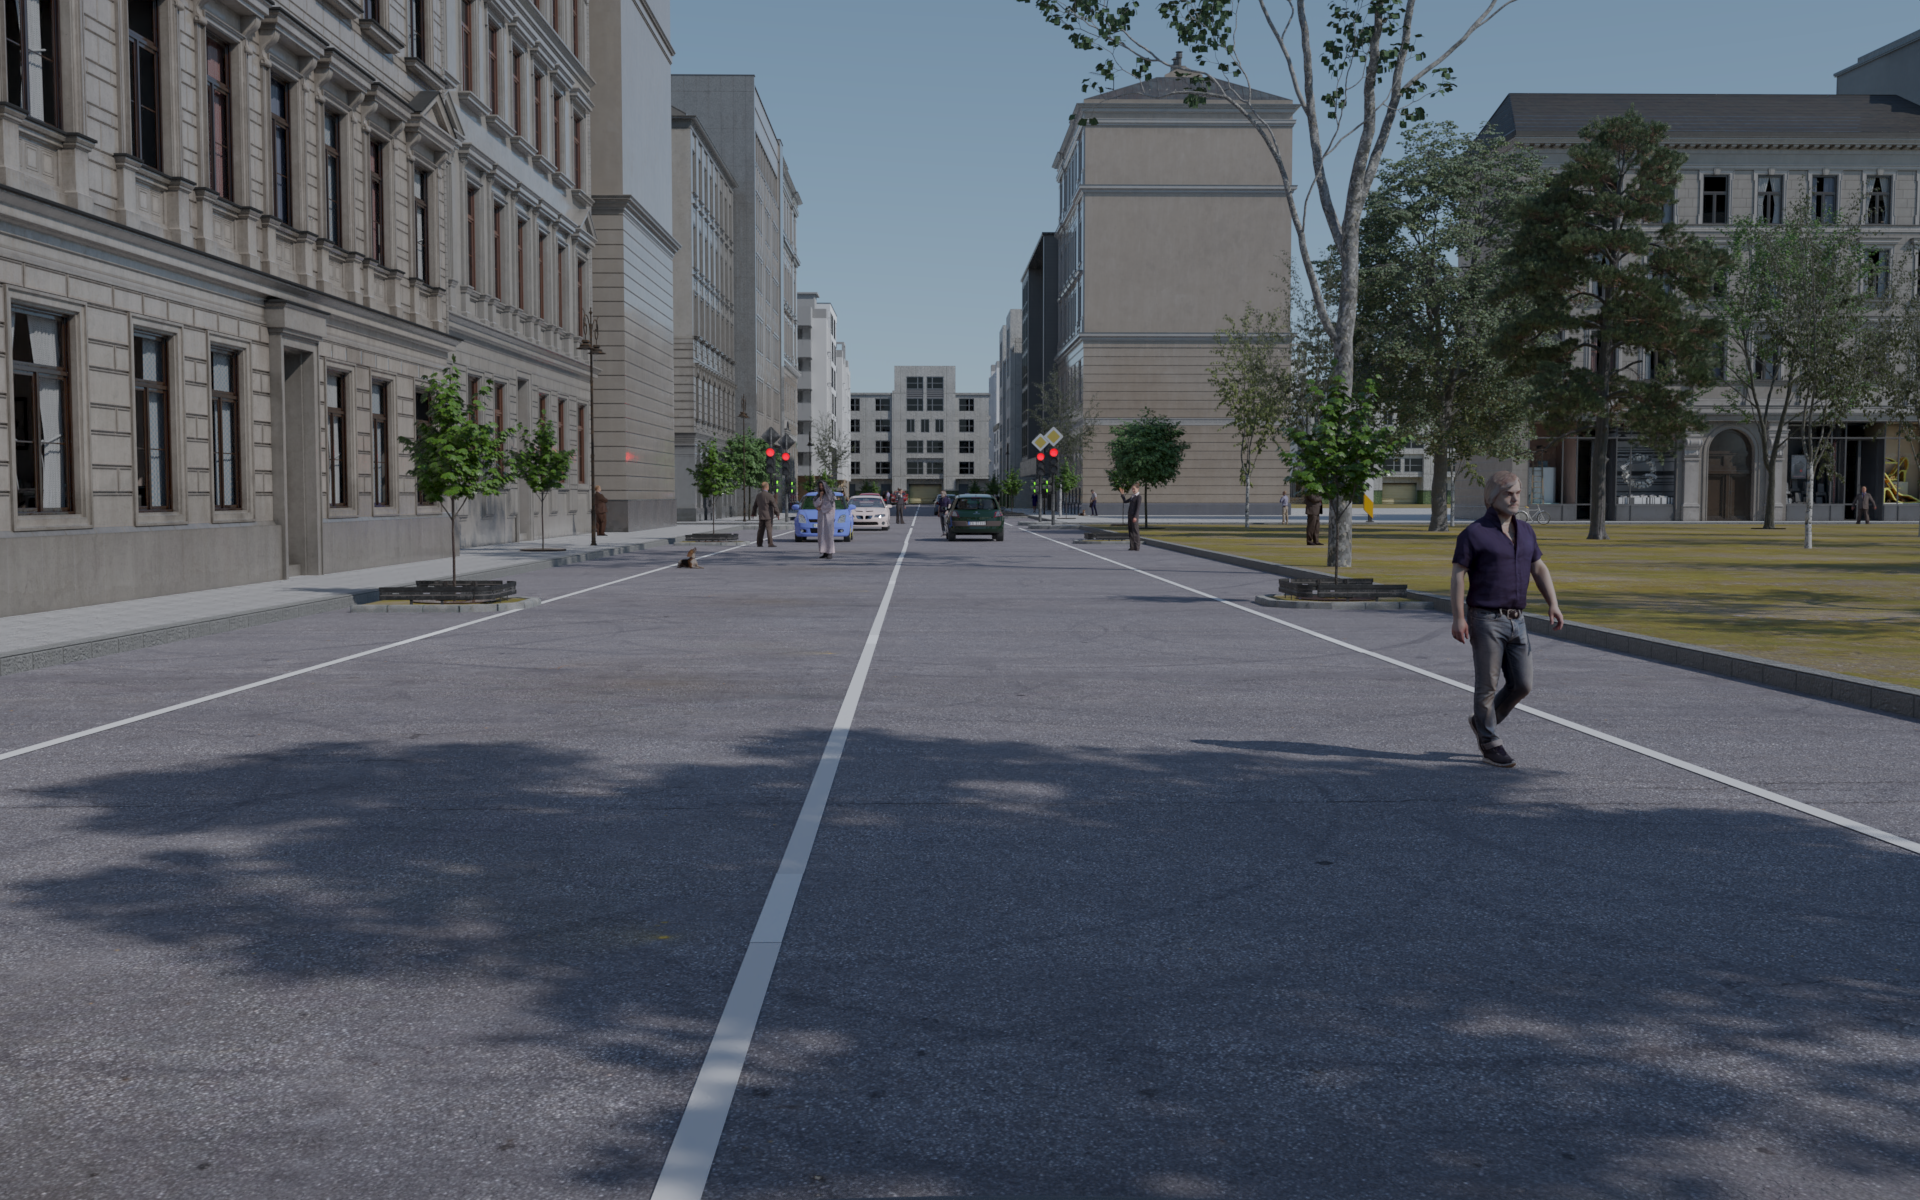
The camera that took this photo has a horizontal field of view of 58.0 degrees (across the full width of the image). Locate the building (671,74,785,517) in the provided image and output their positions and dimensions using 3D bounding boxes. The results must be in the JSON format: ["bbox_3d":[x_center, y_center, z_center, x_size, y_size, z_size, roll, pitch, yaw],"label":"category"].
[{"bbox_3d":[-17.779,-17.723,107.793,12.078,24.808,19.932,0,4,-1],"label":"building"}]

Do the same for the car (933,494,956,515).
[{"bbox_3d":[-0.883,-6.506,118.383,2.014,1.417,4.499,0,4,0],"label":"car"}]

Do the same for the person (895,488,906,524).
[{"bbox_3d":[-2.879,-4.497,82.835,0.445,1.727,0.742,1,4,13],"label":"person"}]

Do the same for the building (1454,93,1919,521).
[{"bbox_3d":[26.992,-14.310,84.874,40.483,20.767,10.553,0,4,-1],"label":"building"}]

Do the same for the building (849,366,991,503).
[{"bbox_3d":[-9.215,-23.270,246.921,31.486,18.905,16.747,0,4,-1],"label":"building"}]

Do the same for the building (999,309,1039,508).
[{"bbox_3d":[12.999,-18.823,174.213,16.747,18.905,31.486,0,4,-1],"label":"building"}]

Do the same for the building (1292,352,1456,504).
[{"bbox_3d":[58.915,-21.782,222.594,31.486,18.905,16.747,0,4,-1],"label":"building"}]

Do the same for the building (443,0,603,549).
[{"bbox_3d":[-16.757,-12.836,46.021,11.583,22.565,21.152,0,4,-1],"label":"building"}]

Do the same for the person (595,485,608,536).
[{"bbox_3d":[-11.006,-2.737,53.065,0.388,1.546,0.482,-2,4,-34],"label":"person"}]

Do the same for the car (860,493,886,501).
[{"bbox_3d":[-5.816,-6.274,111.627,2.155,1.783,4.494,0,4,-2],"label":"car"}]

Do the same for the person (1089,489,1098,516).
[{"bbox_3d":[7.837,-5.703,101.501,0.590,1.554,0.614,-1,4,-17],"label":"person"}]

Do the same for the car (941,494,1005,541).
[{"bbox_3d":[0.439,-2.690,53.770,2.009,1.686,4.222,0,4,-2],"label":"car"}]

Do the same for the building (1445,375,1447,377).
[{"bbox_3d":[68.539,-24.009,248.965,11.380,20.091,16.016,0,4,-1],"label":"building"}]

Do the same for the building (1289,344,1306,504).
[{"bbox_3d":[37.459,-22.446,223.406,11.380,20.091,16.016,0,4,-1],"label":"building"}]

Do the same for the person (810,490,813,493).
[{"bbox_3d":[-10.648,-7.129,124.807,0.499,1.552,0.429,-2,4,-31],"label":"person"}]

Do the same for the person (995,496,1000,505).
[{"bbox_3d":[3.573,-9.856,170.374,0.799,1.438,0.628,1,4,22],"label":"person"}]

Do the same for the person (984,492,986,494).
[{"bbox_3d":[3.282,-13.289,223.415,0.705,1.812,1.348,0,4,-4],"label":"person"}]

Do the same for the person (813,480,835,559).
[{"bbox_3d":[-3.017,-1.796,38.529,0.551,1.740,0.621,1,4,10],"label":"person"}]

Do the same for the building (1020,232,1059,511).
[{"bbox_3d":[12.767,-19.614,139.748,14.314,24.678,30.058,0,4,-1],"label":"building"}]

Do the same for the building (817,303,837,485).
[{"bbox_3d":[-27.690,-20.704,182.490,27.936,21.610,32.646,0,4,-1],"label":"building"}]

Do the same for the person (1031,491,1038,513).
[{"bbox_3d":[5.117,-6.760,118.933,0.453,1.535,0.546,0,4,-2],"label":"person"}]

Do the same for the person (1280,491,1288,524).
[{"bbox_3d":[14.479,-4.088,77.397,0.516,1.574,0.319,-3,5,-42],"label":"person"}]

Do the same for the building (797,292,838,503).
[{"bbox_3d":[-19.865,-18.567,159.994,16.016,20.091,11.380,0,4,-1],"label":"building"}]

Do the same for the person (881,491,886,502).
[{"bbox_3d":[-8.124,-10.631,182.836,0.721,1.766,1.217,-3,4,-36],"label":"person"}]

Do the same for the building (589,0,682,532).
[{"bbox_3d":[-23.350,-16.237,62.737,25.104,27.353,12.463,0,4,-1],"label":"building"}]

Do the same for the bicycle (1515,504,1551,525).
[{"bbox_3d":[23.964,-3.634,72.632,1.543,0.972,0.635,1,4,11],"label":"bicycle"}]

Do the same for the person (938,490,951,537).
[{"bbox_3d":[-0.454,-2.913,58.331,0.471,1.553,0.569,-1,4,-18],"label":"person"}]

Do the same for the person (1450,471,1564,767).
[{"bbox_3d":[2.902,0.092,9.210,0.569,1.553,0.471,1,4,16],"label":"person"}]

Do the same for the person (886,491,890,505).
[{"bbox_3d":[-8.902,-12.408,211.246,0.599,1.838,0.709,2,4,27],"label":"person"}]

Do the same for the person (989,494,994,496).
[{"bbox_3d":[3.742,-11.780,199.193,0.990,1.755,0.434,0,4,1],"label":"person"}]

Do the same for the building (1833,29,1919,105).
[{"bbox_3d":[59.502,-17.989,87.629,24.014,27.812,14.314,0,4,-1],"label":"building"}]

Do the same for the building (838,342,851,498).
[{"bbox_3d":[-21.477,-21.298,204.644,16.016,20.091,11.380,0,4,-1],"label":"building"}]

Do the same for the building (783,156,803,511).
[{"bbox_3d":[-18.963,-20.960,128.606,13.634,28.700,20.117,0,4,-1],"label":"building"}]

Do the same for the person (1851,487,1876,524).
[{"bbox_3d":[39.998,-4.134,76.645,0.990,1.755,0.434,2,4,35],"label":"person"}]

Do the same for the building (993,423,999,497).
[{"bbox_3d":[8.987,-16.035,204.311,9.099,9.664,28.070,0,4,-1],"label":"building"}]

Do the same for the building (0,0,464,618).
[{"bbox_3d":[-14.829,-9.869,25.982,10.561,19.102,19.286,0,4,-1],"label":"building"}]

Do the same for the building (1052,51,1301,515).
[{"bbox_3d":[13.340,-20.033,113.443,13.634,28.700,20.117,0,4,-1],"label":"building"}]

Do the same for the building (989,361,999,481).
[{"bbox_3d":[11.801,-22.466,223.744,16.016,20.091,11.380,0,4,-1],"label":"building"}]

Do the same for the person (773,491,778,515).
[{"bbox_3d":[-11.288,-5.943,105.480,0.388,1.546,0.482,0,4,1],"label":"person"}]

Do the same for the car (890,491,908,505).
[{"bbox_3d":[-7.793,-13.119,223.175,2.281,1.827,5.304,0,4,1],"label":"car"}]

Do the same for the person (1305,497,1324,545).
[{"bbox_3d":[8.887,-2.230,43.198,0.600,1.739,0.565,0,4,8],"label":"person"}]

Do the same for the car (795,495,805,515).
[{"bbox_3d":[-8.060,-5.131,95.892,2.014,1.417,4.499,0,4,-1],"label":"car"}]

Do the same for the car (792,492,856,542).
[{"bbox_3d":[-4.130,-2.643,52.809,1.945,1.707,3.694,0,4,-2],"label":"car"}]

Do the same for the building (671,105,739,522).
[{"bbox_3d":[-17.084,-14.631,88.370,9.793,20.994,18.267,0,4,-1],"label":"building"}]

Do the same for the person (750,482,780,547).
[{"bbox_3d":[-5.247,-2.311,46.836,0.990,1.755,0.434,3,4,36],"label":"person"}]

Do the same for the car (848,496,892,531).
[{"bbox_3d":[-3.748,-3.474,69.157,2.083,1.381,4.827,0,4,-1],"label":"car"}]
